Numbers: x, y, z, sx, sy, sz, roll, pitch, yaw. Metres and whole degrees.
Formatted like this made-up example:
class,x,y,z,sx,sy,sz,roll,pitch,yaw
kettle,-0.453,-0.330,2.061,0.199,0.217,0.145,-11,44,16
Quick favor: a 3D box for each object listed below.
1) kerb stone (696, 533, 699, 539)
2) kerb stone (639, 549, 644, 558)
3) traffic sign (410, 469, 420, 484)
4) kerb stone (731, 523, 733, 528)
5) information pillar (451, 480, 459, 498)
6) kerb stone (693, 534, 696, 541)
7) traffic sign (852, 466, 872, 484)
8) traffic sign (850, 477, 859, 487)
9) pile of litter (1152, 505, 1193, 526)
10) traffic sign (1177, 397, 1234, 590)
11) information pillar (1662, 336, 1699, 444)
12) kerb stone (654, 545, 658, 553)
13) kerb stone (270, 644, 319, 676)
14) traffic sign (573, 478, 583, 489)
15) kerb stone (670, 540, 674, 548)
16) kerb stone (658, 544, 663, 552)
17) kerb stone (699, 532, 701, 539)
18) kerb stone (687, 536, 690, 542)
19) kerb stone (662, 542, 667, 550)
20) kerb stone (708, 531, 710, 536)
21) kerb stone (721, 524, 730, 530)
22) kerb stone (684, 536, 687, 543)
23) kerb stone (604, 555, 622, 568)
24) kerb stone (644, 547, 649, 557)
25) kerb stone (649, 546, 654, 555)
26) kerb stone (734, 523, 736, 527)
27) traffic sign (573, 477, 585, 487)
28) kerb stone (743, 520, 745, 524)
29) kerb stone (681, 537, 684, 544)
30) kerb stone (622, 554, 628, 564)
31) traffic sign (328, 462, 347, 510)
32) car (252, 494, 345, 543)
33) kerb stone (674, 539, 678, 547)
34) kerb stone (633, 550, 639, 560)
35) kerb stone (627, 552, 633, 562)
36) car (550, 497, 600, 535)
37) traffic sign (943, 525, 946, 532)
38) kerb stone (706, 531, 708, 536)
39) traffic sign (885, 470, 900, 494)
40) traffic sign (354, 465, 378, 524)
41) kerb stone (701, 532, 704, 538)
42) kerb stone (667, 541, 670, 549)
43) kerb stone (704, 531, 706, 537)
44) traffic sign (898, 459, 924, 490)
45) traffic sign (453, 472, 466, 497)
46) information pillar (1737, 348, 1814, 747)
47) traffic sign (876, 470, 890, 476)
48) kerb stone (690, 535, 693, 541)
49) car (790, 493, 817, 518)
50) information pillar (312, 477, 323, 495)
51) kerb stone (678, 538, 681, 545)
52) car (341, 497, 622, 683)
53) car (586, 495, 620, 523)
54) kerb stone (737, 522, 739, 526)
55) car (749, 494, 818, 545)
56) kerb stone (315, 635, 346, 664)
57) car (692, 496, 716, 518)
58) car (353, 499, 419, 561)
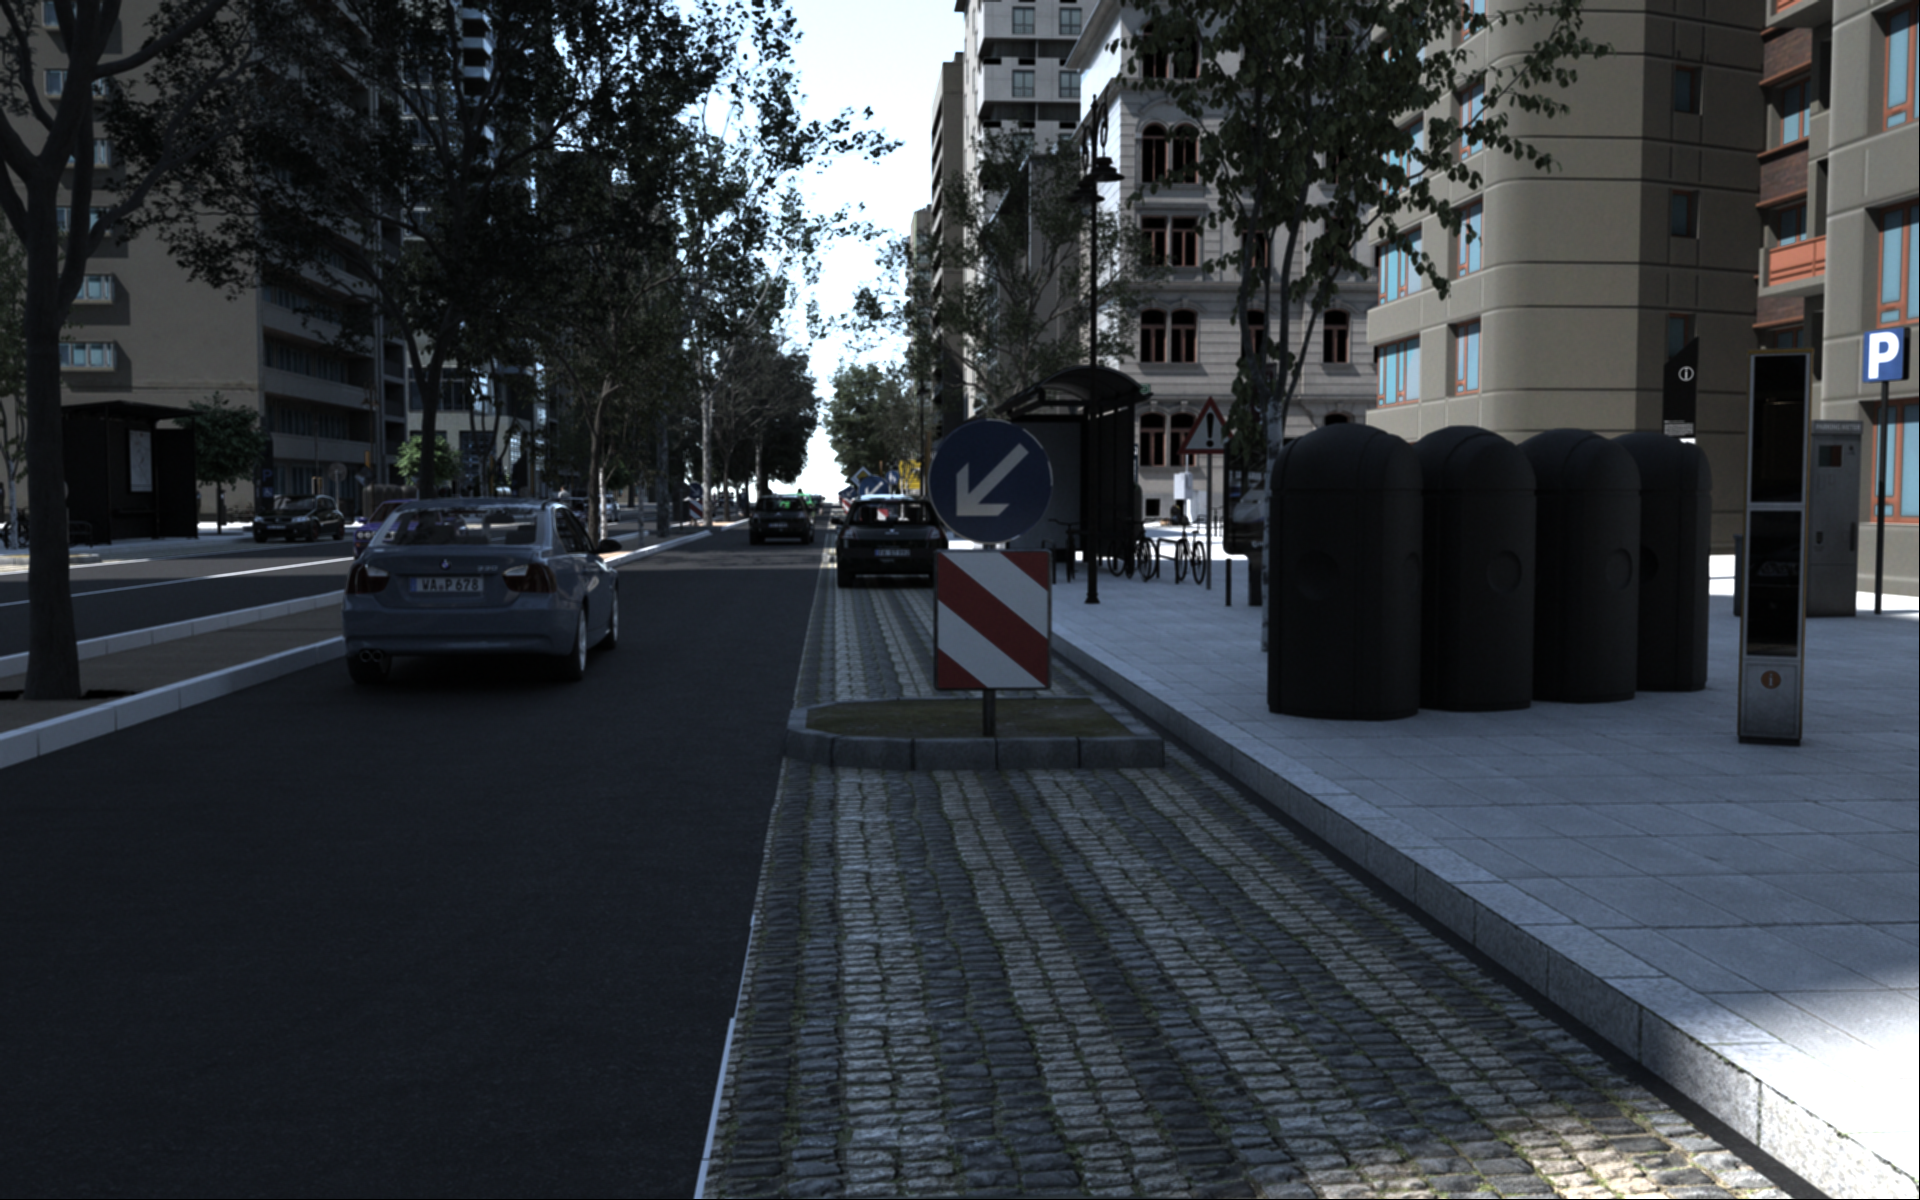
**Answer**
class,x,y,z,sx,sy,sz,roll,pitch,yaw
kerb stone,-8.314,-1.940,53.922,0.120,0.150,1.000,0,4,-4
kerb stone,-7.207,-1.003,38.601,0.120,0.150,1.000,0,4,-4
traffic sign,-21.208,-3.944,68.133,0.795,2.450,0.064,0,4,-4
kerb stone,-9.615,-3.035,71.815,0.120,0.150,1.000,0,4,-4
information pillar,-26.609,-5.311,91.320,0.304,2.012,0.304,0,4,5
kerb stone,-8.243,-1.878,52.902,0.120,0.150,1.000,0,4,-4
traffic sign,-3.430,-3.532,61.389,0.795,2.450,0.064,0,4,-4
traffic sign,-4.007,-4.019,69.354,0.795,2.450,0.064,0,4,-4
pile of litter,8.554,-3.416,69.824,1.719,0.858,1.176,0,3,0
traffic sign,3.340,-1.419,23.211,0.884,2.594,0.081,0,4,1
information pillar,10.748,-2.111,25.865,0.504,3.616,0.183,3,4,37
kerb stone,-7.429,-1.190,41.660,0.120,0.150,1.000,0,4,-4
kerb stone,-5.442,0.497,14.069,0.120,0.150,1.000,0,4,-4
traffic sign,-29.765,-8.246,134.933,0.768,2.556,0.104,0,4,-2
kerb stone,-7.729,-1.441,45.757,0.120,0.150,1.000,0,4,-4
kerb stone,-7.501,-1.251,42.686,0.120,0.150,1.000,0,4,-4
kerb stone,-8.398,-1.995,54.941,0.120,0.150,1.000,0,4,-4
kerb stone,-8.101,-1.752,50.861,0.120,0.150,1.000,0,4,-4
kerb stone,-7.578,-1.316,43.705,0.120,0.150,1.000,0,4,-4
kerb stone,-8.687,-2.252,59.020,0.120,0.150,1.000,0,4,-4
kerb stone,-9.470,-2.903,69.776,0.120,0.150,1.000,0,4,-4
kerb stone,-8.031,-1.691,49.841,0.120,0.150,1.000,0,4,-4
kerb stone,-6.920,-0.754,34.519,0.120,0.150,1.000,0,4,-4
kerb stone,-7.288,-1.066,39.620,0.120,0.150,1.000,0,4,-4
kerb stone,-7.356,-1.128,40.640,0.120,0.150,1.000,0,4,-4
kerb stone,-9.763,-3.160,73.853,0.120,0.150,1.000,0,4,-4
traffic sign,-29.151,-8.105,132.524,0.884,2.594,0.081,0,4,-1
kerb stone,-10.278,-3.593,81.016,0.120,0.150,1.000,0,4,-4
kerb stone,-7.953,-1.629,48.821,0.120,0.150,1.000,0,4,-4
kerb stone,-6.984,-0.816,35.540,0.120,0.150,1.000,0,4,-4
traffic sign,-25.094,-4.263,69.811,0.768,2.556,0.104,0,4,-2
car,-19.845,-2.583,52.018,2.009,1.686,4.222,0,4,-3
kerb stone,-7.804,-1.503,46.777,0.120,0.150,1.000,0,4,-4
kerb stone,-7.139,-0.940,37.580,0.120,0.150,1.000,0,4,-4
kerb stone,-7.067,-0.879,36.560,0.120,0.150,1.000,0,4,-4
car,-13.312,-2.823,58.743,1.945,1.354,3.894,0,4,-2
traffic sign,-0.466,-3.199,52.409,0.768,2.556,0.104,0,4,1
kerb stone,-8.622,-2.190,58.000,0.120,0.150,1.000,0,4,-4
traffic sign,-3.571,-5.593,91.549,0.768,2.556,0.104,0,4,-3
traffic sign,-20.631,-3.457,60.168,0.795,2.450,0.064,0,4,-4
kerb stone,-8.468,-2.061,55.961,0.120,0.150,1.000,0,4,-4
kerb stone,-7.655,-1.378,44.729,0.120,0.150,1.000,0,4,-4
kerb stone,-8.539,-2.128,56.981,0.120,0.150,1.000,0,4,-4
traffic sign,-2.440,-6.492,100.012,2.265,3.308,0.079,0,4,3
traffic sign,-26.732,-5.645,92.404,0.768,2.556,0.104,0,4,-2
information pillar,4.197,-0.271,8.920,0.304,2.012,0.304,2,4,25
traffic sign,-5.734,-9.014,141.258,2.265,3.308,0.079,0,4,-1
kerb stone,-8.173,-1.816,51.880,0.120,0.150,1.000,0,4,-4
car,-7.988,-4.668,85.112,1.959,1.807,4.718,0,4,-4
information pillar,-28.264,-4.389,76.244,0.304,2.012,0.304,1,4,13
kerb stone,-7.873,-1.565,47.801,0.120,0.150,1.000,0,4,-4
car,-3.892,-0.152,14.494,2.014,1.417,4.499,0,4,-6
car,-18.174,-4.600,87.210,2.014,1.417,4.499,0,4,-5
kerb stone,-9.906,-3.283,75.904,0.120,0.150,1.000,0,4,-4
car,-5.169,-2.490,50.505,2.009,1.686,4.222,0,4,-2
kerb stone,-5.508,0.438,15.095,0.120,0.150,1.000,0,4,-4
car,-15.336,-5.458,101.819,1.945,1.354,3.894,0,4,-2
car,-11.247,-1.408,35.602,1.945,1.354,3.894,0,4,-6
